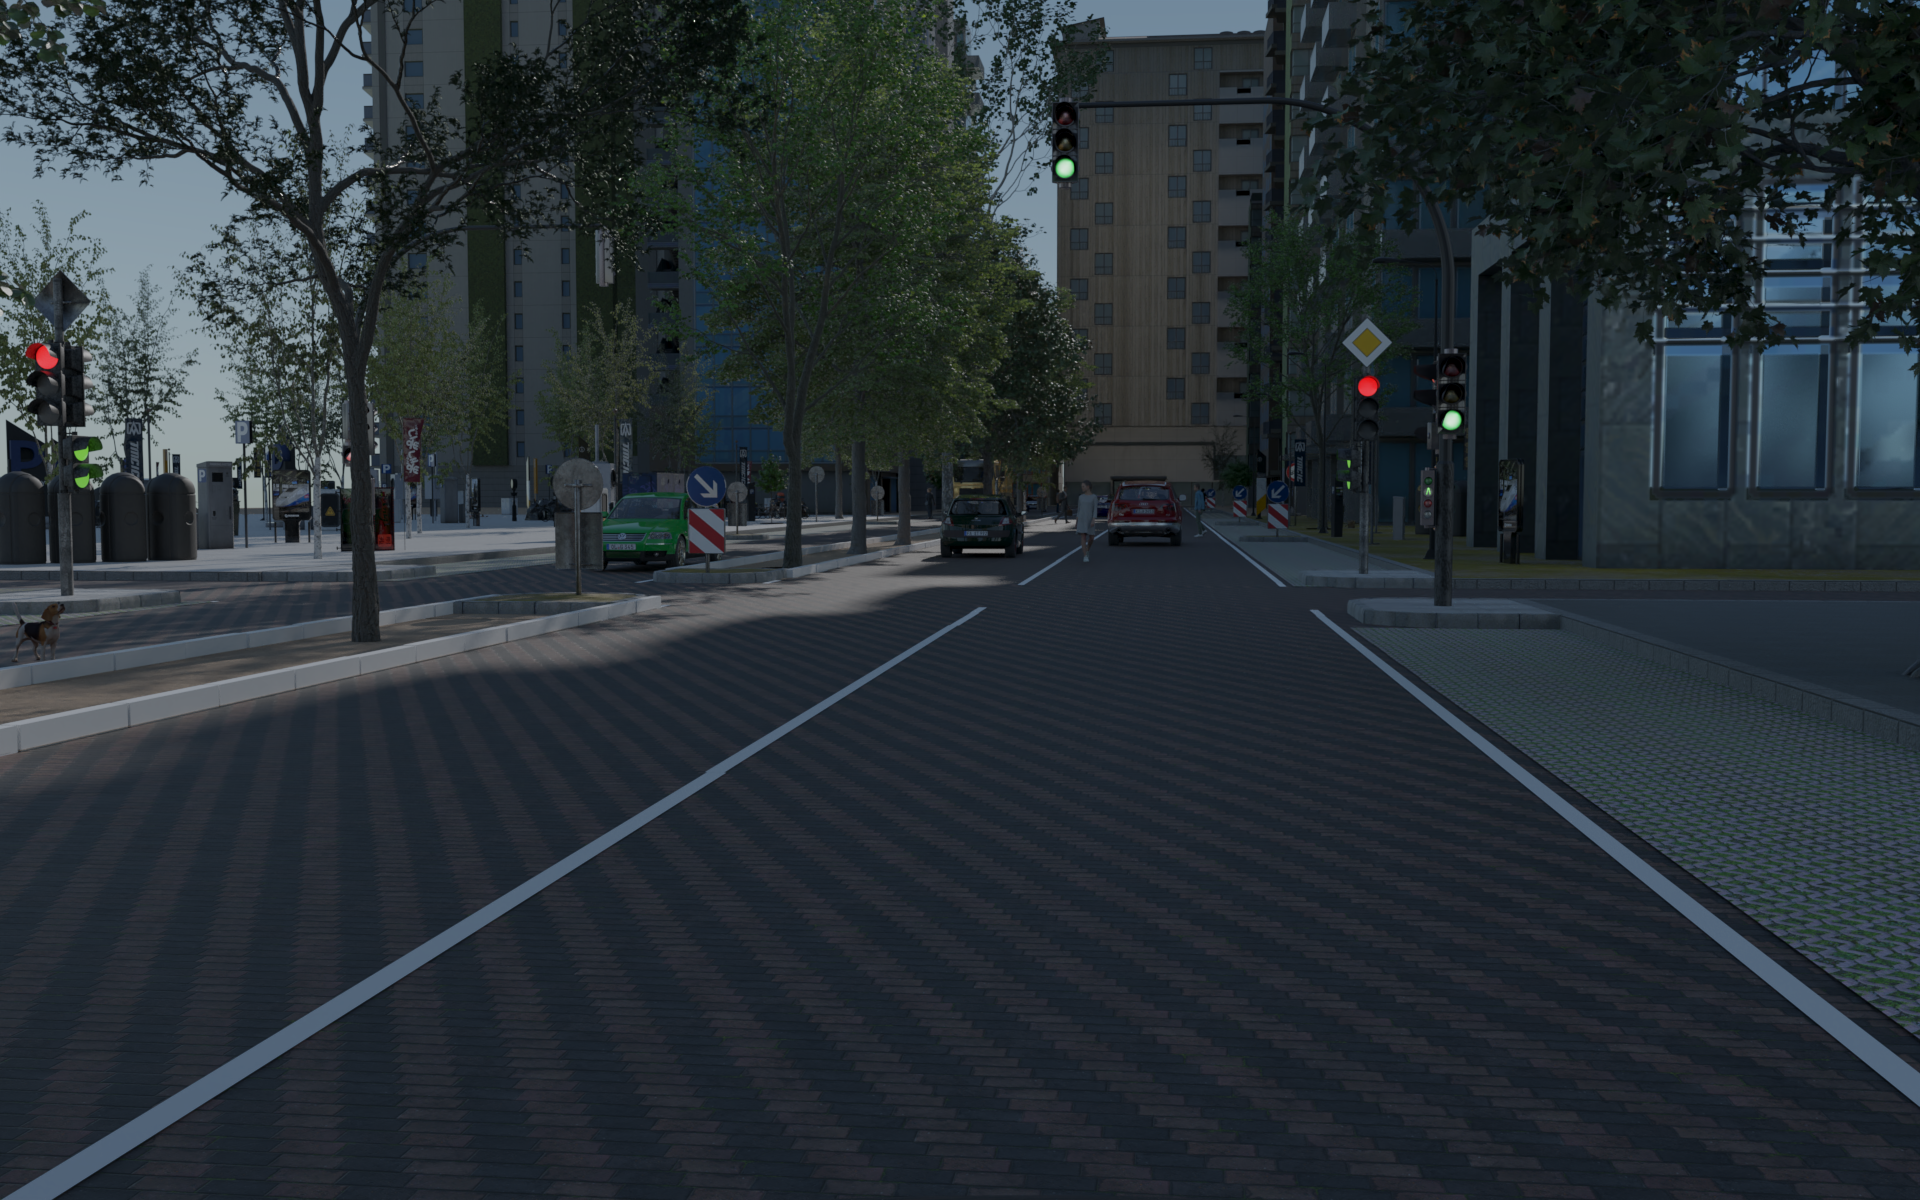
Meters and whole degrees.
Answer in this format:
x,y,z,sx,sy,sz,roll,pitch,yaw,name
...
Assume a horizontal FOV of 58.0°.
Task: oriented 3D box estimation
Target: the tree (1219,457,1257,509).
x,y,z,sx,sy,sz,roll,pitch,yaw,name
24.350,-10.284,151.859,4.285,4.588,4.351,0,3,0,tree

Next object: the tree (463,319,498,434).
x,y,z,sx,sy,sz,roll,pitch,yaw,name
-17.453,-6.480,56.304,4.360,8.622,3.978,0,3,0,tree

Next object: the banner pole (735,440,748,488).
x,y,z,sx,sy,sz,roll,pitch,yaw,name
-10.202,-5.541,80.604,0.863,3.779,0.401,-3,5,-44,banner pole

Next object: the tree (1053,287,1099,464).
x,y,z,sx,sy,sz,roll,pitch,yaw,name
2.861,-10.020,84.416,7.486,12.596,7.792,0,3,0,tree

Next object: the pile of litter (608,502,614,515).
x,y,z,sx,sy,sz,roll,pitch,yaw,name
-19.221,-4.978,95.354,1.719,0.858,1.176,-1,4,-14,pile of litter

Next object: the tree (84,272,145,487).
x,y,z,sx,sy,sz,roll,pitch,yaw,name
-26.723,-6.453,55.876,4.360,8.622,3.978,0,3,0,tree

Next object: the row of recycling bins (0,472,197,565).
x,y,z,sx,sy,sz,roll,pitch,yaw,name
-16.247,-1.563,32.669,3.534,1.692,1.069,-3,5,-44,row of recycling bins

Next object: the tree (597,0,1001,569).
x,y,z,sx,sy,sz,roll,pitch,yaw,name
-3.073,-6.367,32.311,9.928,11.665,9.643,0,3,0,tree

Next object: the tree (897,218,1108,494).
x,y,z,sx,sy,sz,roll,pitch,yaw,name
1.141,-9.252,70.730,9.611,12.733,9.660,0,3,0,tree

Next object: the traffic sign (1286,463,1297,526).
x,y,z,sx,sy,sz,roll,pitch,yaw,name
13.594,-4.283,70.128,0.768,2.556,0.104,1,4,11,traffic sign

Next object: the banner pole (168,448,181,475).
x,y,z,sx,sy,sz,roll,pitch,yaw,name
-43.095,-6.418,94.959,0.401,3.779,0.863,3,4,38,banner pole

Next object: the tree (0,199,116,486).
x,y,z,sx,sy,sz,roll,pitch,yaw,name
-22.650,-5.638,42.543,4.737,8.622,4.395,0,3,0,tree

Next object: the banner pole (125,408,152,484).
x,y,z,sx,sy,sz,roll,pitch,yaw,name
-23.782,-3.687,50.307,0.863,3.779,0.401,-2,4,-30,banner pole

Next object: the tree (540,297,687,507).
x,y,z,sx,sy,sz,roll,pitch,yaw,name
-13.072,-6.972,64.353,4.360,8.622,3.978,0,3,0,tree

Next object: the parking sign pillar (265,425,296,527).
x,y,z,sx,sy,sz,roll,pitch,yaw,name
-26.184,-4.808,67.089,1.447,3.967,1.447,-3,5,-43,parking sign pillar

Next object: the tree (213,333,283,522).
x,y,z,sx,sy,sz,roll,pitch,yaw,name
-31.761,-7.869,79.028,4.737,8.622,4.395,0,3,0,tree

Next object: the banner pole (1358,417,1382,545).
x,y,z,sx,sy,sz,roll,pitch,yaw,name
10.407,-3.318,44.272,0.401,3.779,0.863,-2,4,-25,banner pole

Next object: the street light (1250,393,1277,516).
x,y,z,sx,sy,sz,roll,pitch,yaw,name
14.151,-6.524,79.208,1.470,5.913,1.316,0,4,7,street light

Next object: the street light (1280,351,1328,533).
x,y,z,sx,sy,sz,roll,pitch,yaw,name
11.341,-5.134,56.490,1.470,5.913,1.316,0,4,7,street light

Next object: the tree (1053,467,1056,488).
x,y,z,sx,sy,sz,roll,pitch,yaw,name
3.414,-8.434,90.714,4.737,8.622,4.395,0,3,0,tree

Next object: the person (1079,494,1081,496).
x,y,z,sx,sy,sz,roll,pitch,yaw,name
10.117,-8.166,145.278,0.557,1.426,1.065,1,4,17,person

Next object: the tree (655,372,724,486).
x,y,z,sx,sy,sz,roll,pitch,yaw,name
-16.155,-9.333,102.949,4.737,8.622,4.395,0,3,0,tree

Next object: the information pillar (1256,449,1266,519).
x,y,z,sx,sy,sz,roll,pitch,yaw,name
15.442,-5.961,88.814,0.504,3.616,0.183,0,4,6,information pillar

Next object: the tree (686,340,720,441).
x,y,z,sx,sy,sz,roll,pitch,yaw,name
-13.310,-7.928,79.978,4.360,8.622,3.978,0,3,0,tree

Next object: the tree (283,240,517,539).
x,y,z,sx,sy,sz,roll,pitch,yaw,name
-16.017,-6.059,49.431,4.737,8.622,4.395,0,3,0,tree

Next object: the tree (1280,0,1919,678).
x,y,z,sx,sy,sz,roll,pitch,yaw,name
7.021,-5.790,11.676,9.611,12.733,9.660,0,3,0,tree

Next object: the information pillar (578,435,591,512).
x,y,z,sx,sy,sz,roll,pitch,yaw,name
-14.978,-4.755,69.094,0.504,3.616,0.183,0,4,-6,information pillar

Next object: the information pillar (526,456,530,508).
x,y,z,sx,sy,sz,roll,pitch,yaw,name
-26.836,-7.114,107.669,0.183,3.616,0.504,-2,4,-28,information pillar

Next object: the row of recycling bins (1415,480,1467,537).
x,y,z,sx,sy,sz,roll,pitch,yaw,name
15.110,-2.852,53.735,1.069,1.692,3.534,0,4,-6,row of recycling bins

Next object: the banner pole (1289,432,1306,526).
x,y,z,sx,sy,sz,roll,pitch,yaw,name
13.470,-4.859,69.469,0.863,3.779,0.401,0,4,3,banner pole

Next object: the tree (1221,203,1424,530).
x,y,z,sx,sy,sz,roll,pitch,yaw,name
13.020,-8.365,62.527,9.928,11.665,9.643,0,3,0,tree

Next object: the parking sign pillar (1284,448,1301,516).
x,y,z,sx,sy,sz,roll,pitch,yaw,name
19.161,-6.873,100.844,1.447,3.967,1.447,1,4,17,parking sign pillar

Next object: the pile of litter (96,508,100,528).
x,y,z,sx,sy,sz,roll,pitch,yaw,name
-32.042,-3.150,65.471,1.176,0.858,1.719,-1,4,-22,pile of litter

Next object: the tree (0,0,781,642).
x,y,z,sx,sy,sz,roll,pitch,yaw,name
-5.683,-4.888,16.786,8.767,10.594,7.601,0,4,7,tree

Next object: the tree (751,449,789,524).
x,y,z,sx,sy,sz,roll,pitch,yaw,name
-8.198,-4.870,74.229,1.663,3.219,1.824,0,3,0,tree

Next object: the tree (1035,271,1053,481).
x,y,z,sx,sy,sz,roll,pitch,yaw,name
-1.628,-7.829,48.588,7.486,12.596,7.792,0,3,0,tree

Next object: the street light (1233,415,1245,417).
x,y,z,sx,sy,sz,roll,pitch,yaw,name
16.707,-7.899,101.684,1.470,5.913,1.316,0,4,7,street light

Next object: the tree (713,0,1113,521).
x,y,z,sx,sy,sz,roll,pitch,yaw,name
-1.535,-12.306,59.551,12.611,20.169,13.585,0,3,0,tree

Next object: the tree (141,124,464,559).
x,y,z,sx,sy,sz,roll,pitch,yaw,name
-12.948,-5.129,34.216,4.360,8.622,3.978,0,3,0,tree

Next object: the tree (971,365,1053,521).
x,y,z,sx,sy,sz,roll,pitch,yaw,name
1.718,-7.682,78.428,4.737,8.622,4.395,0,3,0,tree

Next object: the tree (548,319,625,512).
x,y,z,sx,sy,sz,roll,pitch,yaw,name
-16.288,-7.529,73.463,4.737,8.622,4.395,0,3,0,tree

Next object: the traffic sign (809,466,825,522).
x,y,z,sx,sy,sz,roll,pitch,yaw,name
-6.534,-4.812,78.774,0.768,2.556,0.104,1,4,14,traffic sign

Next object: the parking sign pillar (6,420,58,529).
x,y,z,sx,sy,sz,roll,pitch,yaw,name
-33.852,-4.554,62.931,1.447,3.967,1.447,-3,4,-37,parking sign pillar

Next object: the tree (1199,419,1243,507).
x,y,z,sx,sy,sz,roll,pitch,yaw,name
25.349,-13.338,168.443,4.360,8.622,3.978,0,3,0,tree

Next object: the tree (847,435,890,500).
x,y,z,sx,sy,sz,roll,pitch,yaw,name
-4.941,-9.245,101.523,4.360,8.622,3.978,0,3,0,tree

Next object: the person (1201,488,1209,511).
x,y,z,sx,sy,sz,roll,pitch,yaw,name
18.604,-7.603,132.439,1.348,1.869,0.705,3,4,37,person

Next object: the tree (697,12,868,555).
x,y,z,sx,sy,sz,roll,pitch,yaw,name
-2.459,-7.369,41.062,7.486,12.596,7.792,0,3,0,tree

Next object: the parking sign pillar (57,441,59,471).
x,y,z,sx,sy,sz,roll,pitch,yaw,name
-42.812,-5.788,83.111,1.447,3.967,1.447,-3,5,-42,parking sign pillar

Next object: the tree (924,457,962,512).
x,y,z,sx,sy,sz,roll,pitch,yaw,name
-0.938,-8.673,125.514,4.285,4.588,4.351,0,3,0,tree

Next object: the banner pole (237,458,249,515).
x,y,z,sx,sy,sz,roll,pitch,yaw,name
-43.961,-7.094,105.995,0.401,3.779,0.863,1,4,19,banner pole

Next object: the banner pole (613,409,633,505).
x,y,z,sx,sy,sz,roll,pitch,yaw,name
-9.921,-3.719,50.829,0.863,3.779,0.401,2,4,27,banner pole

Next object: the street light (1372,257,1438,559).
x,y,z,sx,sy,sz,roll,pitch,yaw,name
8.765,-3.760,34.017,1.470,5.913,1.316,0,4,7,street light

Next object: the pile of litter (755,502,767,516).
x,y,z,sx,sy,sz,roll,pitch,yaw,name
-12.067,-5.343,101.316,1.719,0.858,1.176,1,4,9,pile of litter

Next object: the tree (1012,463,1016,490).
x,y,z,sx,sy,sz,roll,pitch,yaw,name
3.871,-13.182,165.882,4.360,8.622,3.978,0,3,0,tree

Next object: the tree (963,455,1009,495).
x,y,z,sx,sy,sz,roll,pitch,yaw,name
1.268,-12.271,150.988,4.360,8.622,3.978,0,3,0,tree

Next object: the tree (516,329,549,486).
x,y,z,sx,sy,sz,roll,pitch,yaw,name
-18.672,-7.050,65.625,4.737,8.622,4.395,0,3,0,tree

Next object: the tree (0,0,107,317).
x,y,z,sx,sy,sz,roll,pitch,yaw,name
-6.935,-5.954,6.459,9.857,13.997,8.962,0,3,0,tree
